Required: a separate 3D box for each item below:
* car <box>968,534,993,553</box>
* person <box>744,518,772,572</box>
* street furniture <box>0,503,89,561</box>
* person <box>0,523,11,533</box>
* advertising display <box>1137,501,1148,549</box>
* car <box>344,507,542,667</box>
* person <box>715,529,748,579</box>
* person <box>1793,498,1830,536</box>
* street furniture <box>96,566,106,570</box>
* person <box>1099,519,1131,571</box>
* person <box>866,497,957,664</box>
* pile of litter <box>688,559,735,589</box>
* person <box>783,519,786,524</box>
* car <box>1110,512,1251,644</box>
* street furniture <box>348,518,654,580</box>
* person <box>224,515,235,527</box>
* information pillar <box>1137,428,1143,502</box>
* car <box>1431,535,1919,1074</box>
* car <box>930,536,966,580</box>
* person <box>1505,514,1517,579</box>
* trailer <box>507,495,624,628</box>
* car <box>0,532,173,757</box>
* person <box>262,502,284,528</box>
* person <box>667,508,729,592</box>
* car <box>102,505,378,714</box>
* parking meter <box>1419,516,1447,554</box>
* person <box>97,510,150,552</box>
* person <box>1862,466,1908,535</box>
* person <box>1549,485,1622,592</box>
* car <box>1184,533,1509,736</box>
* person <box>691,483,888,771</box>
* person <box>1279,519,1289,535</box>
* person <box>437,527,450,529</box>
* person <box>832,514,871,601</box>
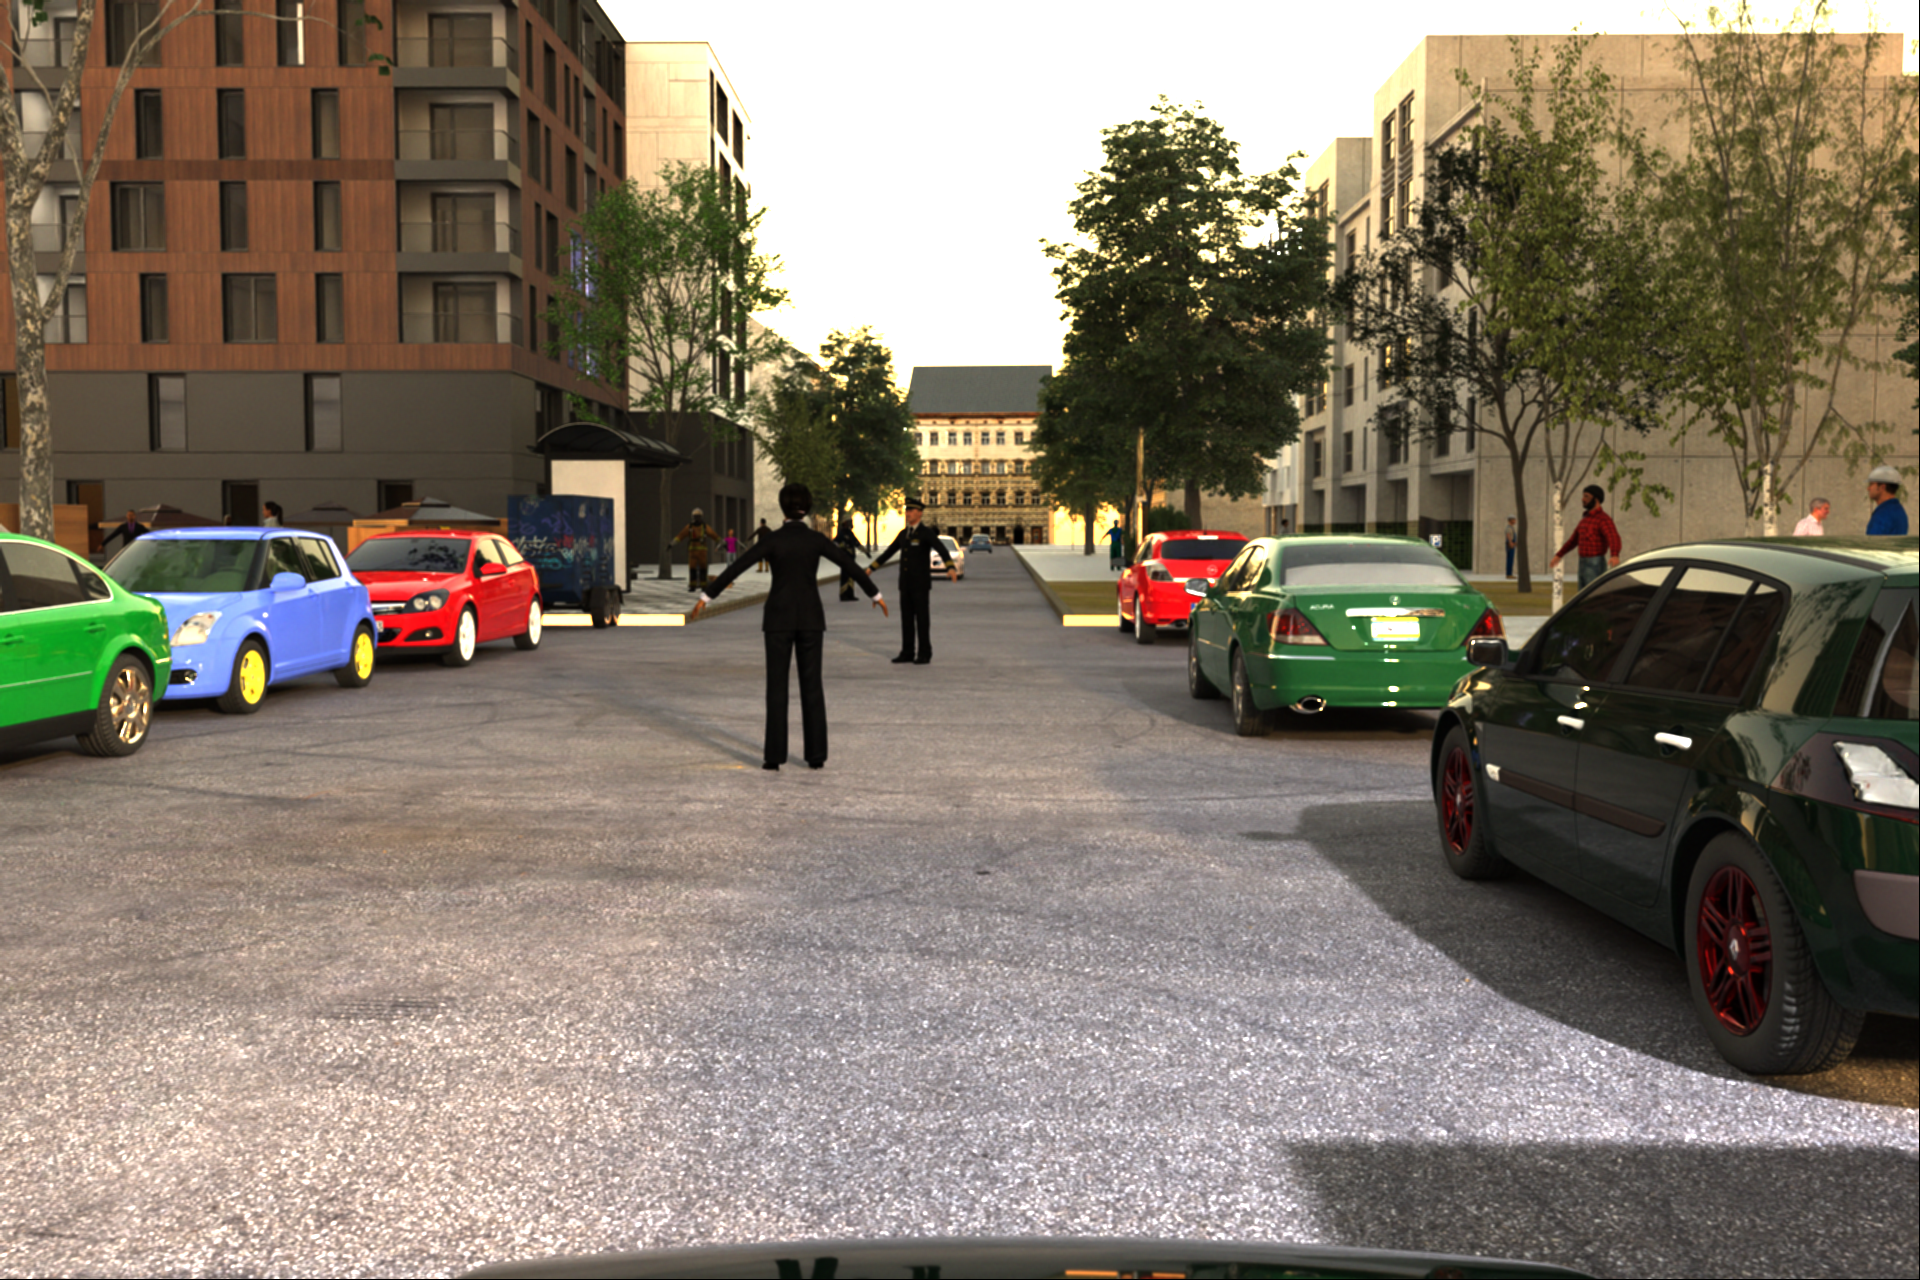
[{"bbox_3d":[1.557,-7.312,131.561,2.014,1.417,4.499,0,4,1],"label":"car"},{"bbox_3d":[-6.638,-3.191,58.308,1.346,1.812,0.704,-2,4,-35],"label":"person"},{"bbox_3d":[-17.389,-1.227,26.909,9.812,1.723,11.010,1,4,13],"label":"street furniture"},{"bbox_3d":[-10.589,-0.757,18.845,0.721,1.778,1.216,2,4,35],"label":"person"},{"bbox_3d":[3.591,-1.769,34.136,0.123,1.923,0.974,0,4,1],"label":"advertising display"},{"bbox_3d":[-6.164,-0.670,19.992,2.155,1.783,4.494,0,4,1],"label":"car"},{"bbox_3d":[-6.488,-2.444,49.231,0.991,1.433,0.599,-1,4,-23],"label":"person"},{"bbox_3d":[10.078,-0.821,20.413,0.756,1.711,0.436,-2,4,-32],"label":"person"},{"bbox_3d":[-23.981,-1.561,41.154,5.734,0.657,10.072,1,4,19],"label":"street furniture"},{"bbox_3d":[5.482,-3.340,60.736,1.347,1.817,0.704,2,4,27],"label":"person"},{"bbox_3d":[-0.522,-0.661,19.200,1.347,1.837,0.705,3,5,39],"label":"person"},{"bbox_3d":[-5.948,-1.667,41.226,1.176,0.858,1.719,0,4,2],"label":"pile of litter"},{"bbox_3d":[-6.110,-3.329,60.696,1.348,1.796,0.705,0,4,5],"label":"person"},{"bbox_3d":[3.201,-0.915,24.006,2.155,1.783,4.494,0,4,0],"label":"car"},{"bbox_3d":[-13.085,-2.572,48.911,11.010,1.723,9.812,2,4,32],"label":"street furniture"},{"bbox_3d":[-20.233,-2.558,47.953,1.348,1.813,0.705,-3,5,-42],"label":"person"},{"bbox_3d":[3.997,-2.882,38.481,0.183,3.616,0.504,0,4,-1],"label":"information pillar"},{"bbox_3d":[2.907,0.232,5.986,2.009,1.686,4.222,0,4,0],"label":"car"},{"bbox_3d":[-0.827,-2.657,55.809,2.083,1.381,4.827,0,4,1],"label":"car"},{"bbox_3d":[15.816,-2.678,49.649,0.705,1.847,1.347,1,4,23],"label":"person"},{"bbox_3d":[-6.075,-1.154,25.912,1.471,1.999,3.904,0,4,1],"label":"trailer"},{"bbox_3d":[-6.248,-0.062,9.808,1.959,1.807,4.718,0,4,1],"label":"car"},{"bbox_3d":[-9.633,-1.052,24.033,0.721,1.735,1.217,0,4,2],"label":"person"},{"bbox_3d":[-5.792,-1.987,38.260,1.354,1.858,0.705,0,4,-5],"label":"person"},{"bbox_3d":[-6.424,-0.325,14.902,1.945,1.707,3.694,0,4,2],"label":"car"},{"bbox_3d":[6.582,-0.962,24.144,0.372,1.533,0.369,0,3,0],"label":"parking meter"},{"bbox_3d":[-17.965,-1.918,37.586,1.346,1.802,0.704,-1,4,-21],"label":"person"},{"bbox_3d":[7.586,-0.515,14.308,0.705,1.842,1.347,3,5,40],"label":"person"},{"bbox_3d":[6.868,-0.782,18.901,0.704,1.816,1.345,-1,4,-9],"label":"person"},{"bbox_3d":[2.900,-0.115,13.672,2.131,1.459,4.920,0,4,1],"label":"car"},{"bbox_3d":[-1.026,-0.085,10.575,1.216,1.740,0.721,-1,4,-16],"label":"person"},{"bbox_3d":[11.608,-3.398,61.752,0.705,1.806,1.347,2,4,31],"label":"person"},{"bbox_3d":[-12.371,-2.125,41.212,0.721,1.772,1.216,2,4,27],"label":"person"},{"bbox_3d":[-2.382,-1.761,37.035,0.705,1.856,1.354,2,4,34],"label":"person"}]
